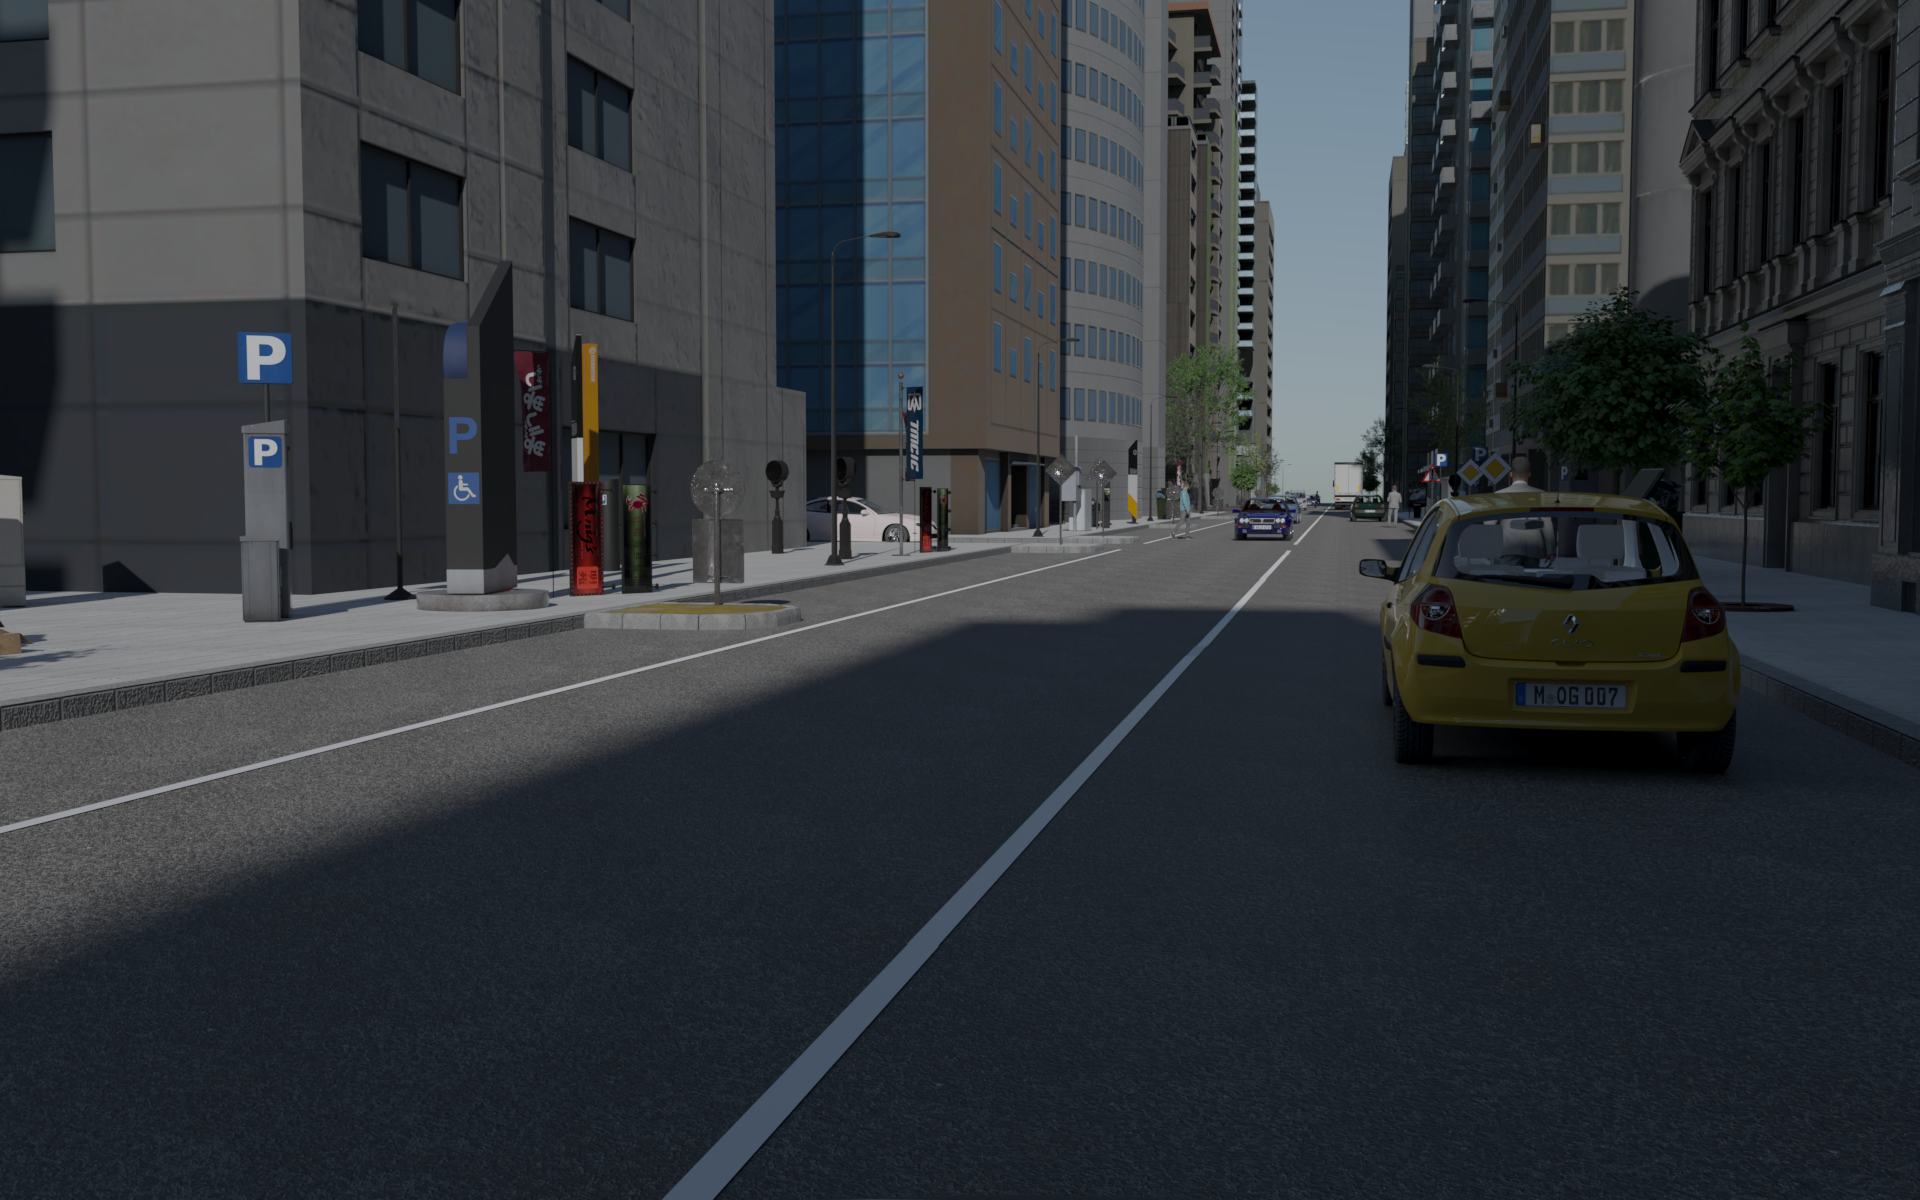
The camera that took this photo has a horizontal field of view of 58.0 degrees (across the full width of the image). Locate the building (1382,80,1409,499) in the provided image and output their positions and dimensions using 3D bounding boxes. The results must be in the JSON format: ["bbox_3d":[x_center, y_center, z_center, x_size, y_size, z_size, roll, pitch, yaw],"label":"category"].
[{"bbox_3d":[75.454,-57.846,258.454,22.319,86.520,31.000,1,4,12],"label":"building"}]

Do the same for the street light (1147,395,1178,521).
[{"bbox_3d":[9.529,-6.669,81.577,1.470,5.913,1.316,1,4,12],"label":"street light"}]

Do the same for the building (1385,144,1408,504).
[{"bbox_3d":[68.792,-37.314,233.792,21.300,48.544,21.600,1,4,12],"label":"building"}]

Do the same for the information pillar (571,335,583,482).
[{"bbox_3d":[-5.683,-2.104,25.748,0.183,3.616,0.504,-1,4,-22],"label":"information pillar"}]

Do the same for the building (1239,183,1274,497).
[{"bbox_3d":[37.989,-39.668,272.278,21.300,48.544,21.600,1,4,12],"label":"building"}]

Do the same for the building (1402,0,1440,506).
[{"bbox_3d":[56.477,-38.846,177.135,21.231,58.520,28.212,1,4,12],"label":"building"}]

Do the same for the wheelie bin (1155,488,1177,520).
[{"bbox_3d":[10.195,-4.822,86.744,0.693,1.594,0.980,2,4,32],"label":"wheelie bin"}]

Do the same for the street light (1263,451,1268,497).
[{"bbox_3d":[32.543,-13.108,186.854,1.470,5.913,1.316,1,4,12],"label":"street light"}]

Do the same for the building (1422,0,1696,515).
[{"bbox_3d":[43.997,-24.974,100.199,32.217,40.220,23.993,1,4,12],"label":"building"}]

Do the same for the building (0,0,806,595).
[{"bbox_3d":[-15.967,-36.312,31.952,20.611,71.187,20.563,1,4,12],"label":"building"}]

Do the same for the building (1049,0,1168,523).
[{"bbox_3d":[-1.101,-33.493,89.611,21.231,58.520,28.212,1,4,12],"label":"building"}]

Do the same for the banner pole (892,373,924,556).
[{"bbox_3d":[-1.047,-2.790,35.641,0.863,3.779,0.401,3,5,42],"label":"banner pole"}]

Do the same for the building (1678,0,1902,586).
[{"bbox_3d":[18.449,-9.978,27.770,10.561,19.102,19.286,1,4,12],"label":"building"}]

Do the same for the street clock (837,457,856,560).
[{"bbox_3d":[-2.256,-1.799,33.991,0.358,2.002,0.471,-3,4,-39],"label":"street clock"}]

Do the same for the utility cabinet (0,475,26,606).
[{"bbox_3d":[-10.959,-0.692,19.985,0.318,1.500,1.173,-2,4,-29],"label":"utility cabinet"}]

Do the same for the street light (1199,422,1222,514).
[{"bbox_3d":[16.134,-8.502,111.548,1.470,5.913,1.316,1,4,12],"label":"street light"}]

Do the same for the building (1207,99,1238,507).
[{"bbox_3d":[20.189,-30.092,175.605,14.154,41.232,14.086,1,4,12],"label":"building"}]

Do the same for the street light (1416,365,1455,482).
[{"bbox_3d":[17.274,-5.483,62.186,1.470,5.913,1.316,1,4,12],"label":"street light"}]

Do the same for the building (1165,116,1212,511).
[{"bbox_3d":[11.769,-22.139,133.679,14.160,30.474,14.107,1,4,12],"label":"building"}]

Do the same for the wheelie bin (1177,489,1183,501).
[{"bbox_3d":[12.729,-5.616,99.725,0.693,1.594,0.980,2,4,31],"label":"wheelie bin"}]

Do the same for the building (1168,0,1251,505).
[{"bbox_3d":[26.928,-47.854,220.667,20.563,71.187,20.611,1,4,12],"label":"building"}]

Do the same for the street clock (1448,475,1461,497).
[{"bbox_3d":[18.433,-3.669,64.560,0.358,2.002,0.471,-2,4,-24],"label":"street clock"}]

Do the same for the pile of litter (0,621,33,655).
[{"bbox_3d":[-8.086,0.003,13.921,1.176,0.858,1.719,0,4,-5],"label":"pile of litter"}]

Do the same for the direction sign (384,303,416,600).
[{"bbox_3d":[-6.820,-1.774,21.001,0.379,3.537,0.876,-1,4,-20],"label":"direction sign"}]

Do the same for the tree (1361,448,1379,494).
[{"bbox_3d":[63.996,-19.657,271.748,4.737,8.622,4.395,0,3,0],"label":"tree"}]

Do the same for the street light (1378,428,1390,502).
[{"bbox_3d":[30.517,-9.168,122.444,1.470,5.913,1.316,1,4,12],"label":"street light"}]

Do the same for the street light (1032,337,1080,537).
[{"bbox_3d":[2.866,-4.837,51.619,1.470,5.913,1.316,1,4,12],"label":"street light"}]

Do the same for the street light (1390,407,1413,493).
[{"bbox_3d":[23.871,-7.336,92.482,1.470,5.913,1.316,1,4,12],"label":"street light"}]

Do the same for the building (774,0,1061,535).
[{"bbox_3d":[-4.381,-25.124,60.885,14.600,45.320,14.200,1,4,12],"label":"building"}]

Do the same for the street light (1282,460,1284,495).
[{"bbox_3d":[43.744,-16.203,237.463,1.470,5.913,1.316,1,4,12],"label":"street light"}]

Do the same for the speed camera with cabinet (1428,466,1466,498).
[{"bbox_3d":[25.566,-5.908,90.933,0.660,3.252,2.038,-2,4,-34],"label":"speed camera with cabinet"}]

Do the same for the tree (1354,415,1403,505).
[{"bbox_3d":[50.025,-16.539,204.825,7.601,10.594,8.767,-1,4,-16],"label":"tree"}]

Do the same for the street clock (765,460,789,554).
[{"bbox_3d":[-3.917,-1.991,37.130,0.471,2.002,0.358,2,4,32],"label":"street clock"}]

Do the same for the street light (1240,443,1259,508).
[{"bbox_3d":[26.012,-11.248,156.452,1.470,5.913,1.316,1,4,12],"label":"street light"}]

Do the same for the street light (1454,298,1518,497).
[{"bbox_3d":[12.568,-4.188,41.007,1.470,5.913,1.316,1,4,12],"label":"street light"}]

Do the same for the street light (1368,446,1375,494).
[{"bbox_3d":[40.128,-11.834,166.027,1.470,5.913,1.316,1,4,12],"label":"street light"}]

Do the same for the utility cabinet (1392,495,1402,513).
[{"bbox_3d":[30.320,-6.664,120.124,0.306,1.237,1.020,3,4,38],"label":"utility cabinet"}]

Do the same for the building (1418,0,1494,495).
[{"bbox_3d":[48.495,-31.494,134.533,23.786,49.044,30.456,1,4,12],"label":"building"}]

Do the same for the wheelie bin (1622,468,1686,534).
[{"bbox_3d":[8.538,-0.828,21.451,0.693,1.594,0.980,0,4,-4],"label":"wheelie bin"}]

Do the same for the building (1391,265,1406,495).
[{"bbox_3d":[61.603,-27.277,217.676,14.160,30.474,14.107,1,4,12],"label":"building"}]

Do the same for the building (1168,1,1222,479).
[{"bbox_3d":[11.672,-30.618,155.225,22.147,44.769,28.867,1,4,12],"label":"building"}]

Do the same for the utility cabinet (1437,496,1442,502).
[{"bbox_3d":[22.179,-4.200,79.833,0.306,1.237,1.020,0,4,7],"label":"utility cabinet"}]

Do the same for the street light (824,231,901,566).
[{"bbox_3d":[-1.728,-3.564,30.818,1.470,5.913,1.316,1,4,12],"label":"street light"}]

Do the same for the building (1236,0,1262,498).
[{"bbox_3d":[32.144,-57.049,245.427,22.319,86.520,31.000,1,4,12],"label":"building"}]

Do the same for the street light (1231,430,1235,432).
[{"bbox_3d":[19.280,-9.400,126.228,1.470,5.913,1.316,1,4,12],"label":"street light"}]

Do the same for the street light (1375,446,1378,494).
[{"bbox_3d":[33.421,-9.974,135.623,1.470,5.913,1.316,1,4,12],"label":"street light"}]

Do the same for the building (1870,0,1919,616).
[{"bbox_3d":[13.143,-9.814,9.611,9.793,20.994,18.267,1,4,12],"label":"building"}]

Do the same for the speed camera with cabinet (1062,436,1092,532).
[{"bbox_3d":[3.989,-3.982,59.445,0.660,3.252,2.038,1,4,19],"label":"speed camera with cabinet"}]

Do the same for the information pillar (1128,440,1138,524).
[{"bbox_3d":[7.420,-5.072,74.280,0.504,3.616,0.183,-3,4,-39],"label":"information pillar"}]

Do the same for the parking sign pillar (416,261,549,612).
[{"bbox_3d":[-5.388,-1.896,19.465,1.447,3.967,1.447,0,4,2],"label":"parking sign pillar"}]

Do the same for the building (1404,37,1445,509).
[{"bbox_3d":[47.924,-28.995,157.657,14.154,41.232,14.086,1,4,12],"label":"building"}]
